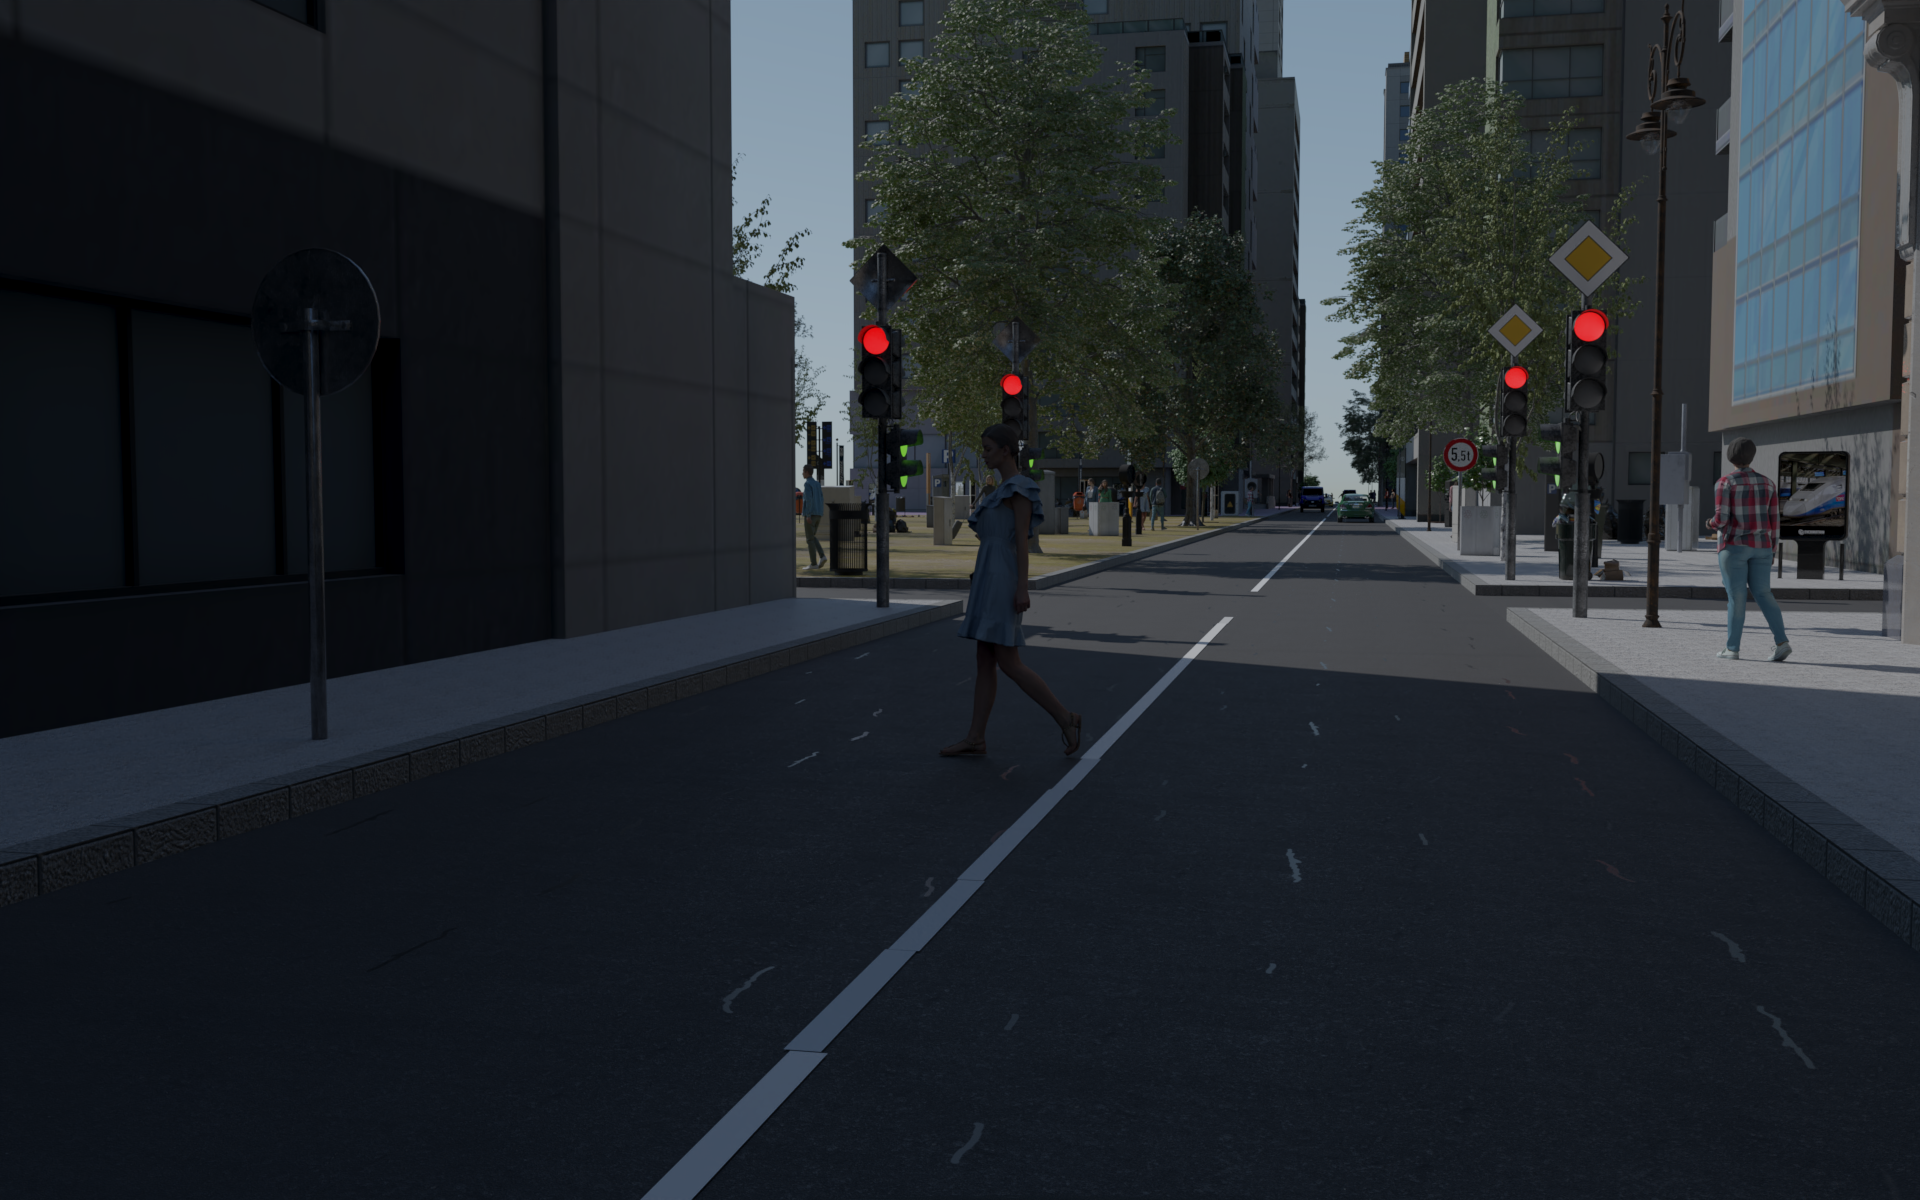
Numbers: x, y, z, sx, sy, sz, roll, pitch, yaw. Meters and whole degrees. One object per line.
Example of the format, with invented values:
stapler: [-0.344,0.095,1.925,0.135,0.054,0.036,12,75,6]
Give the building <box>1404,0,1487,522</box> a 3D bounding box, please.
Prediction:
building: [33.527,-28.234,85.335,21.300,48.544,21.600,1,4,13]

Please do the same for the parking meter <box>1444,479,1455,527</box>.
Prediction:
parking meter: [18.881,-3.731,66.706,0.399,1.863,0.255,-2,4,-26]

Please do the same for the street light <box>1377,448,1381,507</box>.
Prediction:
street light: [41.860,-12.245,172.995,0.468,5.910,1.993,1,4,13]

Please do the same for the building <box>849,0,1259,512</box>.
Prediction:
building: [8.372,-33.137,131.027,28.713,52.752,27.495,1,4,13]

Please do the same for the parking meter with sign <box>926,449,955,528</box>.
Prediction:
parking meter with sign: [-0.762,-4.296,66.503,0.543,3.016,1.738,1,4,23]

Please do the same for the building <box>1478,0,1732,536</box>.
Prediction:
building: [25.086,-22.938,58.628,14.154,41.232,14.086,1,4,13]

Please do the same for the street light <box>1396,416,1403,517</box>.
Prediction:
street light: [25.000,-7.693,98.574,0.468,5.910,1.993,1,4,13]

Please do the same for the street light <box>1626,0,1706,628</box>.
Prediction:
street light: [6.662,-2.673,16.500,0.468,5.910,1.993,1,4,13]

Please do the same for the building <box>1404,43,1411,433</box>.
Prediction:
building: [51.355,-32.672,153.793,23.786,49.044,30.456,1,4,13]

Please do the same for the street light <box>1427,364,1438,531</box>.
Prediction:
street light: [16.133,-5.297,59.392,0.468,5.910,1.993,1,4,13]

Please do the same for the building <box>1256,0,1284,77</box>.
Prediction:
building: [34.404,-48.456,230.500,20.563,71.187,20.611,1,4,13]

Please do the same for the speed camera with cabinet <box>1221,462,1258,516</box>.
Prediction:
speed camera with cabinet: [16.273,-6.518,100.903,2.038,3.252,0.660,0,4,2]

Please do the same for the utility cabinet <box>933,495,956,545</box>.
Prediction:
utility cabinet: [-0.423,-1.992,43.735,0.306,1.237,1.020,1,4,11]

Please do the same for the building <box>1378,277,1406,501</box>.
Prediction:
building: [59.824,-27.249,217.218,14.160,30.474,14.107,1,4,13]

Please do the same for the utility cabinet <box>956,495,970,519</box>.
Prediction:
utility cabinet: [0.030,-4.684,87.741,1.020,1.237,0.306,-3,4,-37]

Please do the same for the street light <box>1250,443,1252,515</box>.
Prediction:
street light: [17.232,-7.924,102.353,0.468,5.910,1.993,1,4,13]

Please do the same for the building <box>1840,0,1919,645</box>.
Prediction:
building: [12.287,-13.338,3.986,13.634,28.700,20.117,1,4,13]

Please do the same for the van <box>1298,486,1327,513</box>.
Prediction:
van: [27.738,-8.072,136.354,2.240,2.365,5.245,1,4,11]

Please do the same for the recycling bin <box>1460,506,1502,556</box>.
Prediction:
recycling bin: [10.932,-1.447,36.211,0.722,1.027,0.722,3,4,38]

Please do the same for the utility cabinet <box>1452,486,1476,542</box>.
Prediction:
utility cabinet: [13.264,-2.254,45.532,0.318,1.500,1.173,0,4,1]

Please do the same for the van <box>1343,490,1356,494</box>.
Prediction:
van: [53.164,-14.188,236.357,2.240,2.365,5.245,1,4,12]

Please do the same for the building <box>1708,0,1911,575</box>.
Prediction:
building: [22.392,-23.231,29.944,14.200,45.320,14.600,1,4,13]

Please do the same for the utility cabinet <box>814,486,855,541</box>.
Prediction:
utility cabinet: [-3.420,-2.316,46.538,1.173,1.500,0.318,2,4,26]

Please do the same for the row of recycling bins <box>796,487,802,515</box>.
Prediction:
row of recycling bins: [-9.624,-6.026,105.635,3.534,1.692,1.069,0,4,-5]

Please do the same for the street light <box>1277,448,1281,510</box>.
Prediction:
street light: [26.124,-10.323,141.569,0.468,5.910,1.993,1,4,13]

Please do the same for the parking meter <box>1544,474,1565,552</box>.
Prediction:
parking meter: [13.261,-2.011,38.591,0.255,1.863,0.399,-3,5,-42]

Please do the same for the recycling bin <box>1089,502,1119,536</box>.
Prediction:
recycling bin: [4.431,-2.492,53.297,0.722,1.027,0.722,-1,4,-20]

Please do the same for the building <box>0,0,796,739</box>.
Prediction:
building: [-14.338,-35.083,11.852,20.611,71.187,20.563,1,4,13]

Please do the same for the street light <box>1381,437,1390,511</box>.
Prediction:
street light: [32.954,-9.846,133.775,0.468,5.910,1.993,1,4,13]

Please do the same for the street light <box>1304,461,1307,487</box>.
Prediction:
street light: [44.443,-15.289,222.770,0.468,5.910,1.993,1,4,13]

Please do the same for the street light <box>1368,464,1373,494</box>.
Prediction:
street light: [60.041,-17.224,254.399,0.468,5.910,1.993,1,4,13]

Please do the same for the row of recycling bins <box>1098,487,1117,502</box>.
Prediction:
row of recycling bins: [8.486,-5.709,100.462,1.069,1.692,3.534,0,4,-1]

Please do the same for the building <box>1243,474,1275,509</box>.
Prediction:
building: [12.131,-28.442,156.902,32.217,40.220,23.993,1,4,13]

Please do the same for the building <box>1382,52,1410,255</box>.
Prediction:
building: [68.237,-42.454,236.123,21.231,58.520,28.212,1,4,13]

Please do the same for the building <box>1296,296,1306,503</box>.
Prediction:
building: [42.110,-29.127,247.922,14.160,30.474,14.107,1,4,13]

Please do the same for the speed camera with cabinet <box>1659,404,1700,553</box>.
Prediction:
speed camera with cabinet: [16.067,-2.713,38.693,0.660,3.252,2.038,2,4,32]

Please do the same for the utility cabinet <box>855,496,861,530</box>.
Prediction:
utility cabinet: [-3.801,-3.087,61.642,0.306,1.237,1.020,1,4,14]

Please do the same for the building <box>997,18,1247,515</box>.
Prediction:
building: [10.602,-20.687,109.929,14.160,30.474,14.107,1,4,13]

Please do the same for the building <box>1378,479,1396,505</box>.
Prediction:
building: [64.342,-30.859,196.421,32.217,40.220,23.993,1,4,13]

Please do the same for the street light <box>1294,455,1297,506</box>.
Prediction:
street light: [35.601,-12.885,183.451,0.468,5.910,1.993,1,4,13]

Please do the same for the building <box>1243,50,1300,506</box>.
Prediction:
building: [27.049,-34.974,195.526,21.300,48.544,21.600,1,4,13]
